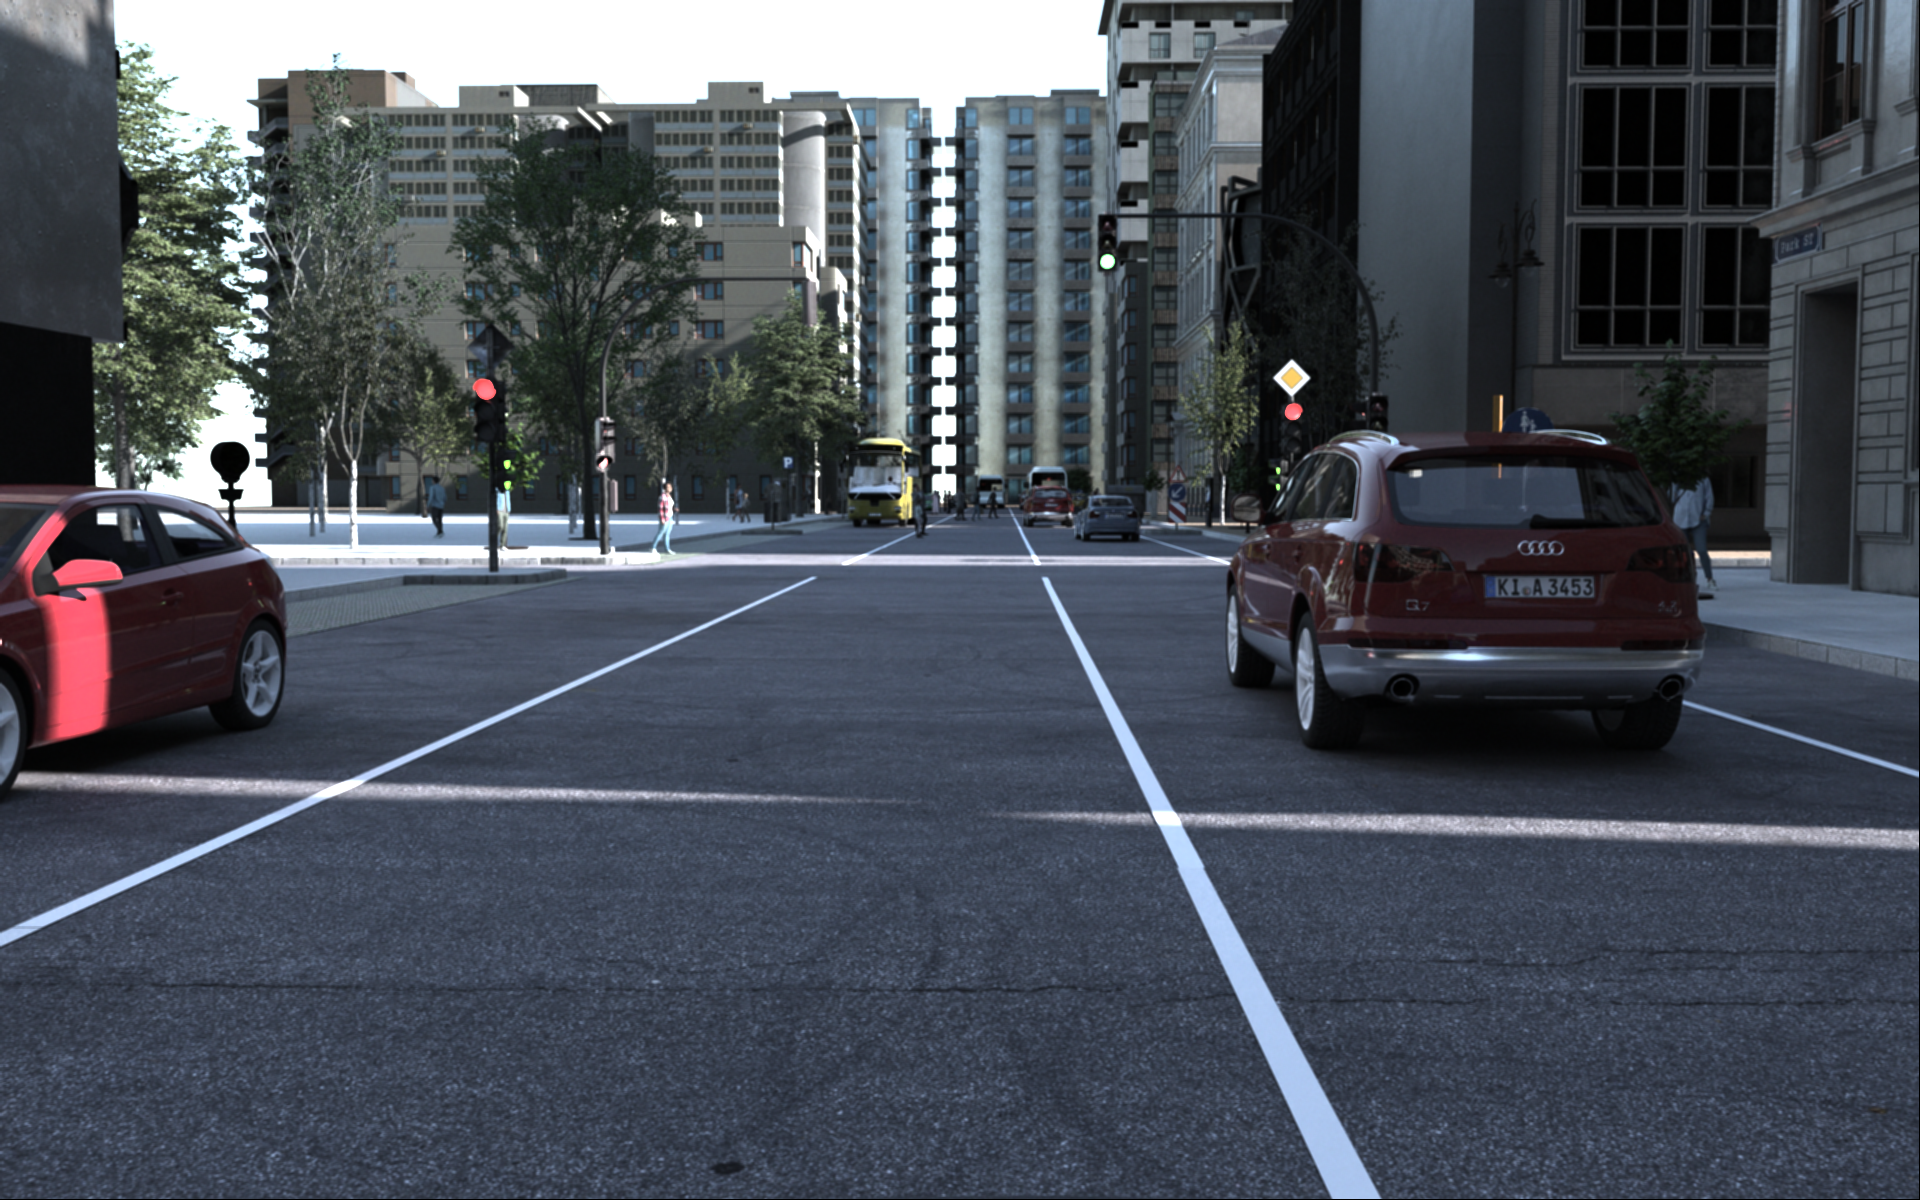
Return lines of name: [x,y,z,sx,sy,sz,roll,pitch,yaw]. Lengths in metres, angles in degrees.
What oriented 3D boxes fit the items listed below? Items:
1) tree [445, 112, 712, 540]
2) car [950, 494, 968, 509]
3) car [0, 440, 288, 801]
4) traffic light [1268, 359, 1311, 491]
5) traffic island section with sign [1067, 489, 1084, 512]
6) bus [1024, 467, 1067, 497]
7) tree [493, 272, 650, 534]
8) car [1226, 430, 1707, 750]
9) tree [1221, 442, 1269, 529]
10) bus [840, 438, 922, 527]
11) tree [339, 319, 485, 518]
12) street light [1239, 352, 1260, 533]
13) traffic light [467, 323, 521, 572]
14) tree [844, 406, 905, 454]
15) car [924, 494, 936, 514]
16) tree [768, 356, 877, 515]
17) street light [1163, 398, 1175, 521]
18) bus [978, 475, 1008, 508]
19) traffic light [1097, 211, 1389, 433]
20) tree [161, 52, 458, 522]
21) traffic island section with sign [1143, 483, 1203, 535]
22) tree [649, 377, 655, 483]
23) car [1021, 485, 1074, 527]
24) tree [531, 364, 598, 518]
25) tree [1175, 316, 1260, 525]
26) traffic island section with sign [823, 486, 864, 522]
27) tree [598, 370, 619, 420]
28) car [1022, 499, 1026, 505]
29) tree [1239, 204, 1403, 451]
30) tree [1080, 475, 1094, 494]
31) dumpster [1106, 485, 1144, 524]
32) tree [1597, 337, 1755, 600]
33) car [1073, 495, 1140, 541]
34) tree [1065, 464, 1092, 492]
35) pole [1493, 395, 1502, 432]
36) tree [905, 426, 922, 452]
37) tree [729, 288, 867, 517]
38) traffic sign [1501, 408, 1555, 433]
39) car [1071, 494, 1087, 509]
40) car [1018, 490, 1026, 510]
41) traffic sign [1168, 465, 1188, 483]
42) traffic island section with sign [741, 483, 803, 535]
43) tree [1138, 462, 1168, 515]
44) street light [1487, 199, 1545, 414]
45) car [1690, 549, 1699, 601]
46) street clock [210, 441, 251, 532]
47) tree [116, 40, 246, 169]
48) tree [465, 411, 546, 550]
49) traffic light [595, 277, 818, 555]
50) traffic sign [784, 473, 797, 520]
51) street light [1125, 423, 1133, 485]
tree: [-10.532,-7.492,48.256,9.928,11.665,9.643,0,3,0]
car: [-0.184,-9.994,173.181,2.009,1.686,4.222,0,4,3]
car: [-5.220,-0.008,9.165,2.155,1.783,4.494,0,4,3]
traffic light: [6.872,-2.887,36.125,0.839,4.253,0.868,0,4,1]
traffic island section with sign: [9.387,-7.910,137.963,1.989,1.847,2.006,0,4,1]
bus: [6.107,-7.882,123.732,2.948,3.499,13.247,0,4,1]
tree: [-12.851,-6.459,55.969,4.737,8.622,4.395,0,3,0]
car: [2.987,-0.158,11.259,2.281,1.827,5.304,0,4,1]
tree: [10.415,-4.240,63.930,1.663,3.219,1.824,0,3,0]
bus: [-3.388,-5.382,79.538,2.896,3.916,12.252,0,4,2]
tree: [-28.705,-9.618,91.669,7.601,10.594,8.767,1,4,17]
street light: [9.393,-5.111,56.356,0.468,5.910,1.993,0,4,1]
traffic light: [-7.679,-2.419,28.474,0.839,4.253,0.868,0,4,1]
tree: [-7.695,-11.911,145.114,4.360,8.622,3.978,0,3,0]
car: [-2.569,-7.311,128.328,1.959,1.807,4.718,0,4,2]
tree: [-8.570,-10.540,106.737,7.601,10.594,8.767,0,4,1]
street light: [10.098,-6.782,83.671,0.468,5.910,1.993,0,4,1]
bus: [3.291,-11.050,175.521,2.948,3.499,13.247,0,4,2]
traffic light: [4.585,-3.265,28.052,4.771,5.953,1.251,0,4,1]
tree: [-28.745,-13.481,76.306,12.611,20.169,13.585,0,3,0]
traffic island section with sign: [7.542,-3.243,61.655,1.989,1.847,2.006,0,4,1]
tree: [-14.234,-7.001,64.836,4.737,8.622,4.395,0,3,0]
car: [3.854,-4.122,76.065,2.281,1.827,5.304,0,4,0]
tree: [-20.352,-8.645,91.708,4.360,8.622,3.978,0,3,0]
tree: [10.968,-7.461,72.345,4.737,8.622,4.395,0,3,0]
traffic island section with sign: [-5.933,-4.879,88.403,1.989,1.847,2.006,0,4,1]
tree: [-14.033,-7.952,80.371,4.360,8.622,3.978,0,3,0]
car: [6.006,-7.823,139.900,2.014,1.417,4.499,0,4,2]
tree: [9.117,-5.715,43.800,4.360,8.622,3.978,0,3,0]
tree: [12.239,-10.794,171.075,1.663,3.219,1.824,0,3,0]
dumpster: [7.928,-4.584,83.159,1.865,1.857,1.264,0,4,2]
tree: [8.796,-1.646,21.506,1.663,3.219,1.824,0,3,0]
car: [4.544,-2.546,53.629,2.014,1.417,4.499,0,4,0]
tree: [12.772,-12.527,188.533,4.285,4.588,4.351,0,3,0]
pole: [11.097,-2.568,35.836,0.158,3.312,0.155,0,3,0]
tree: [-5.987,-14.536,188.021,4.360,8.622,3.978,0,3,0]
tree: [-8.860,-10.817,94.992,7.486,12.596,7.792,0,3,0]
traffic sign: [8.370,-1.560,25.610,0.768,2.556,0.104,1,4,8]
car: [9.098,-7.596,134.421,2.015,1.641,3.980,0,4,1]
car: [6.447,-9.092,157.322,2.281,1.827,5.304,0,4,1]
traffic sign: [9.740,-4.730,77.333,0.884,2.594,0.081,0,4,2]
traffic island section with sign: [-6.607,-3.214,61.181,1.989,1.847,2.006,0,4,1]
tree: [11.813,-6.770,105.283,1.663,3.219,1.824,0,3,0]
street light: [8.779,-3.346,27.503,0.468,5.910,1.993,0,4,1]
car: [6.230,-0.334,18.043,1.945,1.354,3.894,0,4,3]
street clock: [-9.966,-1.170,23.696,0.358,2.002,0.471,3,4,36]
tree: [-21.266,-7.664,43.438,7.486,12.596,7.792,0,3,0]
tree: [-10.413,-2.786,40.151,1.663,3.219,1.824,0,3,0]
traffic light: [-5.392,-3.778,36.442,4.771,5.953,1.251,0,4,1]
traffic sign: [-8.320,-5.068,84.997,0.606,2.300,0.079,0,4,8]
street light: [10.787,-8.444,110.848,0.468,5.910,1.993,0,4,1]
